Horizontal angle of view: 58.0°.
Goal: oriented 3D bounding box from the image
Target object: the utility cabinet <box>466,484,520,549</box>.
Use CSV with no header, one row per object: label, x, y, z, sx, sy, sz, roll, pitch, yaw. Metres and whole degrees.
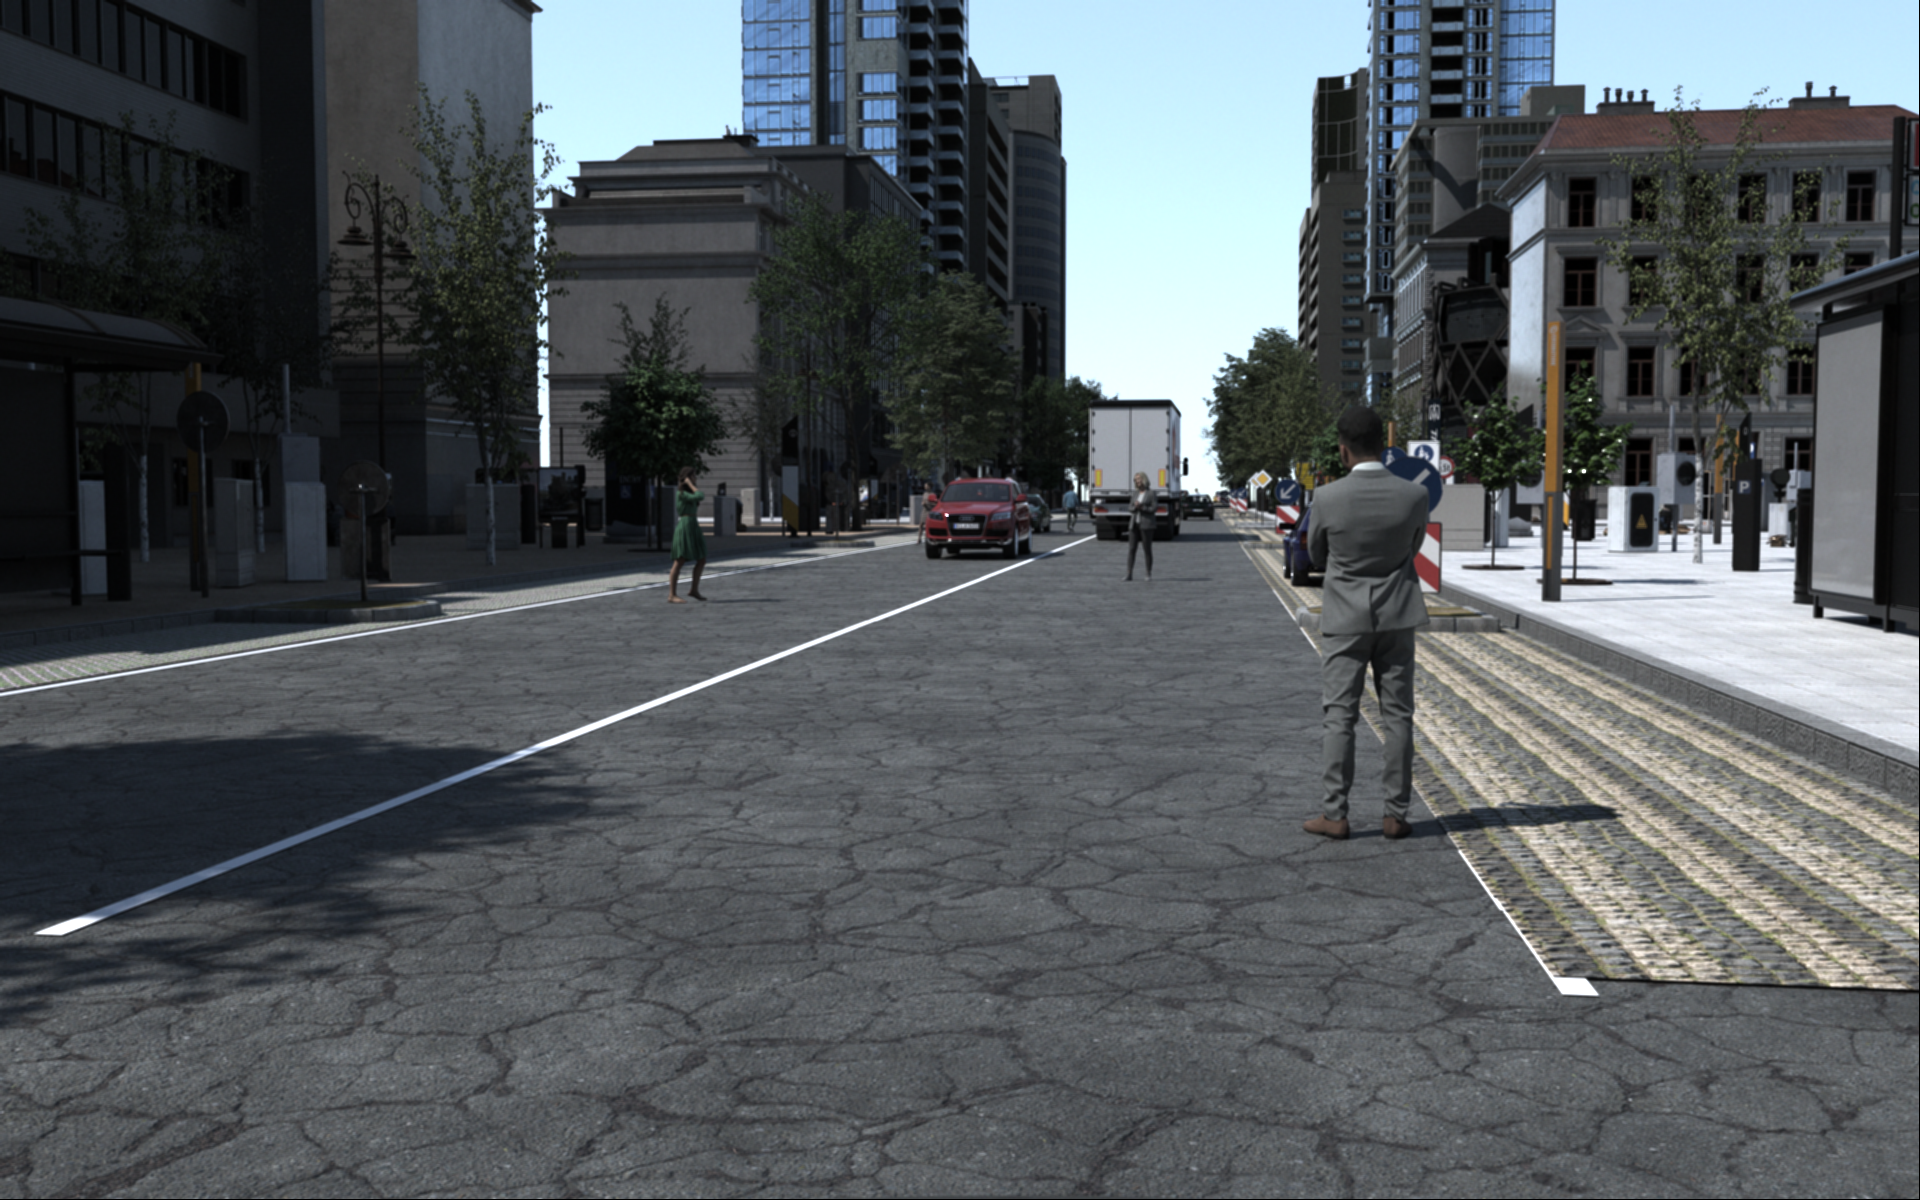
utility cabinet,-10.739,-1.904,39.810,1.173,1.500,0.318,-1,4,-17

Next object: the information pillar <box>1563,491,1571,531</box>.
information pillar,21.141,-4.235,60.594,0.183,3.616,0.504,-2,4,-33

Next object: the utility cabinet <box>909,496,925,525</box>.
utility cabinet,-1.664,-3.735,72.234,0.306,1.237,1.020,3,4,39

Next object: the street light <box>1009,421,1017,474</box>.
street light,3.235,-8.250,107.682,0.468,5.910,1.993,0,4,8

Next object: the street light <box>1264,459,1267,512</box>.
street light,21.930,-9.258,124.150,0.468,5.910,1.993,0,4,8

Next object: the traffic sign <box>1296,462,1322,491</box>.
traffic sign,22.544,-7.127,110.406,2.265,3.308,0.079,1,4,12

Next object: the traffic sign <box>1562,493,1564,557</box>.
traffic sign,12.331,-2.164,35.484,0.768,2.556,0.104,1,4,15

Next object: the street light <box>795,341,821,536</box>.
street light,-4.588,-4.879,52.563,0.468,5.910,1.993,0,4,8

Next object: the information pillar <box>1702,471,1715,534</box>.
information pillar,24.072,-3.139,55.808,0.304,2.012,0.304,-3,5,-43

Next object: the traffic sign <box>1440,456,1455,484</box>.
traffic sign,16.057,-3.516,57.593,0.768,2.556,0.104,1,4,17

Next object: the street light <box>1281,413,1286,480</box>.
street light,18.179,-7.620,97.377,0.468,5.910,1.993,0,4,8

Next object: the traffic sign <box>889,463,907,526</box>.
traffic sign,-2.519,-4.294,70.315,0.768,2.556,0.104,1,4,11

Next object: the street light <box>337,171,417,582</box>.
street light,-8.423,-3.205,25.193,0.468,5.910,1.993,0,4,8

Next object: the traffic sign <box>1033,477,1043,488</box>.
traffic sign,5.840,-7.976,130.515,0.768,2.556,0.104,1,4,13

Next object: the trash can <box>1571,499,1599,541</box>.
trash can,17.016,-2.178,47.260,0.748,1.137,0.748,0,3,0

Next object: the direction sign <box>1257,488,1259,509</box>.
direction sign,24.832,-9.310,144.210,0.876,3.537,0.379,-3,5,-41

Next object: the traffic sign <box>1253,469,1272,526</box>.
traffic sign,12.197,-4.048,69.832,0.795,2.450,0.064,0,4,8

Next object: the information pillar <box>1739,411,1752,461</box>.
information pillar,22.314,-3.542,49.268,0.183,3.616,0.504,0,4,-6

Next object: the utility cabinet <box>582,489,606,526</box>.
utility cabinet,-14.523,-3.719,69.481,1.173,1.500,0.318,-1,4,-21

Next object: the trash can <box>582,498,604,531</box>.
trash can,-12.709,-2.962,60.090,0.748,1.137,0.748,0,3,0

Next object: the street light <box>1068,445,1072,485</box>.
street light,9.970,-11.188,155.716,0.468,5.910,1.993,0,4,8

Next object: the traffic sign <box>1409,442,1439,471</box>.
traffic sign,8.951,-1.917,33.480,0.606,2.300,0.079,1,4,12

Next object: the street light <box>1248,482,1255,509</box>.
street light,25.727,-10.930,151.492,0.468,5.910,1.993,0,4,8

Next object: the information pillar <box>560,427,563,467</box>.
information pillar,-13.934,-4.237,60.627,0.183,3.616,0.504,-1,4,-12

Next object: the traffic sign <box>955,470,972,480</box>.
traffic sign,0.175,-4.153,71.543,0.795,2.450,0.064,0,4,8

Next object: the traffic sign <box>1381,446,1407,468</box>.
traffic sign,11.610,-2.835,46.455,0.768,2.556,0.104,1,4,14

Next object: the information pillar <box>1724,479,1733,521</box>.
information pillar,37.208,-4.849,83.777,0.304,2.012,0.304,-1,4,-14

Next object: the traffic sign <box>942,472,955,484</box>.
traffic sign,-0.659,-6.014,98.436,0.768,2.556,0.104,1,4,12

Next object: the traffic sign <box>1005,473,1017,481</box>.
traffic sign,3.075,-6.455,105.640,0.768,2.556,0.104,1,4,14

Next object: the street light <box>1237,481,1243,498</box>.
street light,36.480,-15.566,227.293,0.468,5.910,1.993,0,4,8

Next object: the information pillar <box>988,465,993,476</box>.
information pillar,2.318,-8.765,134.655,0.504,3.616,0.183,3,4,38

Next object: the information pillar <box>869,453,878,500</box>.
information pillar,-4.997,-6.634,99.819,0.504,3.616,0.183,0,4,5

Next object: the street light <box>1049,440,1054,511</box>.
street light,7.042,-9.887,134.447,0.468,5.910,1.993,0,4,8

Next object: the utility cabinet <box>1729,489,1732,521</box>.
utility cabinet,36.521,-4.444,81.339,0.318,1.500,1.173,3,5,43

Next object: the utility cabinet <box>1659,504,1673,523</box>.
utility cabinet,30.666,-4.058,75.035,0.318,1.500,1.173,3,5,44

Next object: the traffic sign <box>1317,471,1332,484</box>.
traffic sign,18.633,-5.413,88.608,0.768,2.556,0.104,1,4,13

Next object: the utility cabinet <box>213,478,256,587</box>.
utility cabinet,-10.062,-0.941,24.072,0.318,1.500,1.173,-1,4,-12

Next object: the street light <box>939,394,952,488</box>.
street light,-0.637,-6.565,80.119,0.468,5.910,1.993,0,4,8

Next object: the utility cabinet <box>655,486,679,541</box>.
utility cabinet,-8.193,-2.327,46.719,1.173,1.500,0.318,1,4,15

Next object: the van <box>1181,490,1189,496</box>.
van,22.691,-10.394,176.957,2.013,2.044,4.112,1,4,10

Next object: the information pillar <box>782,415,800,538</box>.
information pillar,-4.972,-3.641,50.877,0.504,3.616,0.183,0,4,-6

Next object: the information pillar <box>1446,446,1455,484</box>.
information pillar,21.690,-5.214,76.605,0.183,3.616,0.504,-2,4,-24

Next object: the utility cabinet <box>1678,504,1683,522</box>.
utility cabinet,33.288,-4.272,81.010,1.020,1.237,0.306,-1,4,-10

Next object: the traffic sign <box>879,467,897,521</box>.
traffic sign,-3.420,-5.011,81.936,0.884,2.594,0.081,1,4,11

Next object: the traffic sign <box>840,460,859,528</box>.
traffic sign,-4.177,-3.986,65.278,0.768,2.556,0.104,1,4,13

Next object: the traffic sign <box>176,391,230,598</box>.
traffic sign,-9.368,-1.303,21.416,0.768,2.556,0.104,1,4,16

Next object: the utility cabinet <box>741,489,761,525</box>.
utility cabinet,-8.503,-3.772,70.359,0.318,1.500,1.173,-2,4,-34

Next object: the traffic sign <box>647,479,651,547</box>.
traffic sign,-7.470,-2.538,41.602,0.768,2.556,0.104,1,4,17

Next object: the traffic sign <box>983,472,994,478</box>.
traffic sign,1.291,-4.637,79.450,0.795,2.450,0.064,0,4,8

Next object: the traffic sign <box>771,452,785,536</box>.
traffic sign,-5.357,-3.205,52.510,0.768,2.556,0.104,1,4,12

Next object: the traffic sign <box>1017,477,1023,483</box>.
traffic sign,4.337,-7.895,129.186,0.768,2.556,0.104,1,4,12

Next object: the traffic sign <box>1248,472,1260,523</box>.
traffic sign,13.313,-4.532,77.739,0.795,2.450,0.064,0,4,8
